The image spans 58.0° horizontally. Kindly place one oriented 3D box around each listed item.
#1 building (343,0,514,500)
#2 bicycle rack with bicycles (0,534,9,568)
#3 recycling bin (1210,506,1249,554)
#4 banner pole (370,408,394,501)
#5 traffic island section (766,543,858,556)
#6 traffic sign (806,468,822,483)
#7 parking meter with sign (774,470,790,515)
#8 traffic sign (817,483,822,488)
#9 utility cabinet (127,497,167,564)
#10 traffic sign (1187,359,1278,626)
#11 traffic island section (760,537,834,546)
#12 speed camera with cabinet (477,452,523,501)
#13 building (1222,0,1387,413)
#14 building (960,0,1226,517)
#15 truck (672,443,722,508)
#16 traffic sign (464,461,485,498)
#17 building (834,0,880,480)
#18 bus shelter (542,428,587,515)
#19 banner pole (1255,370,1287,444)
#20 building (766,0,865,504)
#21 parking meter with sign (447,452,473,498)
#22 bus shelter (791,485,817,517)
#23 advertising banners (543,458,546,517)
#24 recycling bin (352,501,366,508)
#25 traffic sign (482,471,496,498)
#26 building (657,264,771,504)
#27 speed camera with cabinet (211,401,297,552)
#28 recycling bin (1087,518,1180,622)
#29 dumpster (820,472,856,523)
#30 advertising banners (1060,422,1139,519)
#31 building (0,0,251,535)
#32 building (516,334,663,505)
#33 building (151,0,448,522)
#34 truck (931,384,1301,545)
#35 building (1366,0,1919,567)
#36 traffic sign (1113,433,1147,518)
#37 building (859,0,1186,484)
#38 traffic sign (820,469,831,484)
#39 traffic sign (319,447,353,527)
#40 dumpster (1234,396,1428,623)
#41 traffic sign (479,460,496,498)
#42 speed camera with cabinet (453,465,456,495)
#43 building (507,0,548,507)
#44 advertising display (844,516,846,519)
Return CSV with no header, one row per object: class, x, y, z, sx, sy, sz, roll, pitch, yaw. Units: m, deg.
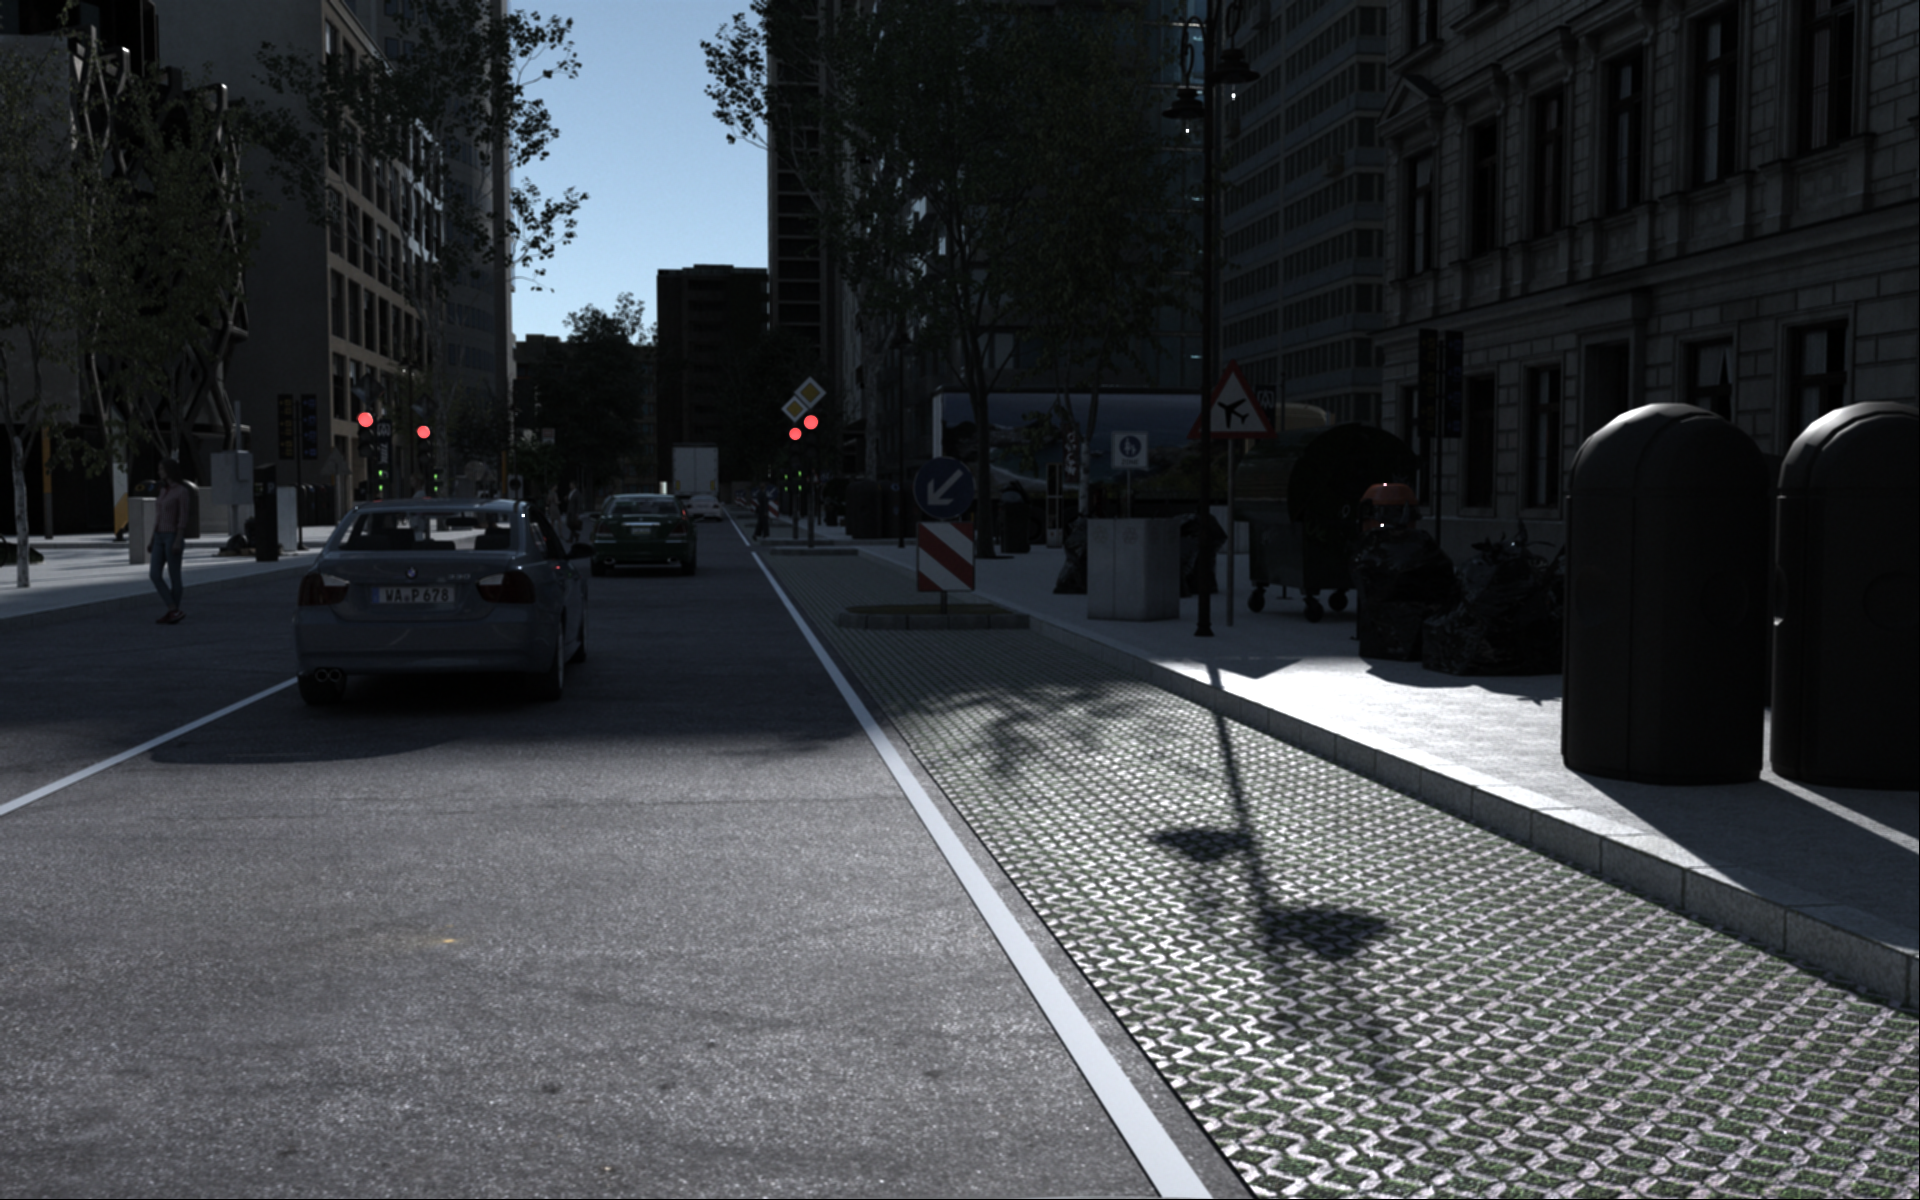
building,-46.858,-36.112,132.430,21.231,58.520,28.212,0,4,-8
bicycle rack with bicycles,-17.157,-0.926,28.530,2.852,0.926,2.925,2,4,31
recycling bin,5.850,-1.518,37.379,0.722,1.027,0.722,3,4,37
banner pole,-17.038,-3.719,50.828,0.863,3.779,0.401,-3,4,-38
traffic island section,-3.544,-1.172,41.442,2.009,0.180,2.903,0,4,-8
traffic sign,-7.215,-5.195,84.945,0.884,2.594,0.081,0,4,-4
parking meter with sign,-10.602,-6.763,106.833,1.738,3.016,0.543,0,4,-3
traffic sign,-8.680,-6.405,105.901,0.795,2.450,0.064,0,4,-4
utility cabinet,-15.041,-1.281,32.111,0.306,1.237,1.020,0,4,-1
traffic sign,2.623,-1.025,16.763,0.884,2.594,0.081,0,4,-3
traffic island section,-4.666,-1.655,49.348,2.009,0.180,2.903,0,4,-8
speed camera with cabinet,-21.472,-5.294,80.893,2.038,3.252,0.660,-1,4,-11
building,24.944,-23.180,70.869,23.993,40.220,32.217,0,4,-8
building,7.882,-29.944,109.193,23.786,49.044,30.456,0,4,-8
truck,-15.325,-6.855,100.987,2.839,4.237,11.283,0,4,-7
traffic sign,-18.532,-4.036,66.103,0.768,2.556,0.104,0,4,-6
building,2.109,-36.151,180.305,28.713,52.752,27.495,0,4,-8
bus shelter,-24.770,-8.002,108.458,2.179,5.291,8.768,0,4,-8
banner pole,6.305,-2.750,34.986,0.863,3.779,0.401,-1,4,-17
building,-14.492,-48.174,225.895,20.611,71.187,20.563,0,4,-8
parking meter with sign,-20.559,-4.630,71.969,1.738,3.016,0.543,-3,4,-37
bus shelter,-9.325,-6.741,101.493,1.731,3.624,6.357,0,4,-8
advertising banners,-19.986,-5.333,83.385,0.090,3.025,2.074,-1,4,-10
recycling bin,-20.581,-2.907,60.089,0.722,1.027,0.722,3,5,40
traffic sign,-20.509,-4.483,75.427,0.606,2.300,0.079,0,4,-5
building,-31.467,-27.485,221.081,14.107,30.474,14.160,0,4,-8
speed camera with cabinet,-15.324,-2.647,37.609,0.660,3.252,2.038,1,4,18
recycling bin,1.788,-0.322,17.819,0.722,1.027,0.722,3,4,38
dumpster,-5.405,-4.551,76.897,1.502,2.255,1.985,0,4,-8
advertising banners,3.356,-2.800,41.966,2.074,3.025,0.090,2,4,29
building,-34.482,-11.825,60.793,16.820,18.784,16.811,0,4,-8
building,-53.684,-23.231,224.870,28.899,21.520,27.650,0,4,-8
building,-39.768,-17.560,91.625,19.350,26.468,34.151,0,4,-8
truck,4.957,-3.498,46.108,11.283,4.237,2.839,0,4,-7
building,14.100,-9.839,25.499,10.561,19.102,19.286,0,4,-8
traffic sign,2.780,-1.609,28.430,0.606,2.300,0.079,0,4,-8
building,3.679,-32.474,150.552,23.786,49.044,30.456,0,4,-8
traffic sign,-6.744,-5.328,87.225,0.768,2.556,0.104,0,4,-6
traffic sign,-17.058,-2.896,47.348,0.884,2.594,0.081,0,4,-7
dumpster,3.822,-0.950,18.028,1.502,2.255,1.985,0,4,-8
traffic sign,-18.294,-4.076,66.650,0.884,2.594,0.081,0,4,-3
speed camera with cabinet,-33.705,-7.453,116.194,0.660,3.252,2.038,-1,4,-14
building,-57.573,-52.665,173.742,31.000,86.520,22.319,0,4,-8
advertising display,-5.611,-4.898,85.288,0.123,1.923,0.974,-1,4,-13
